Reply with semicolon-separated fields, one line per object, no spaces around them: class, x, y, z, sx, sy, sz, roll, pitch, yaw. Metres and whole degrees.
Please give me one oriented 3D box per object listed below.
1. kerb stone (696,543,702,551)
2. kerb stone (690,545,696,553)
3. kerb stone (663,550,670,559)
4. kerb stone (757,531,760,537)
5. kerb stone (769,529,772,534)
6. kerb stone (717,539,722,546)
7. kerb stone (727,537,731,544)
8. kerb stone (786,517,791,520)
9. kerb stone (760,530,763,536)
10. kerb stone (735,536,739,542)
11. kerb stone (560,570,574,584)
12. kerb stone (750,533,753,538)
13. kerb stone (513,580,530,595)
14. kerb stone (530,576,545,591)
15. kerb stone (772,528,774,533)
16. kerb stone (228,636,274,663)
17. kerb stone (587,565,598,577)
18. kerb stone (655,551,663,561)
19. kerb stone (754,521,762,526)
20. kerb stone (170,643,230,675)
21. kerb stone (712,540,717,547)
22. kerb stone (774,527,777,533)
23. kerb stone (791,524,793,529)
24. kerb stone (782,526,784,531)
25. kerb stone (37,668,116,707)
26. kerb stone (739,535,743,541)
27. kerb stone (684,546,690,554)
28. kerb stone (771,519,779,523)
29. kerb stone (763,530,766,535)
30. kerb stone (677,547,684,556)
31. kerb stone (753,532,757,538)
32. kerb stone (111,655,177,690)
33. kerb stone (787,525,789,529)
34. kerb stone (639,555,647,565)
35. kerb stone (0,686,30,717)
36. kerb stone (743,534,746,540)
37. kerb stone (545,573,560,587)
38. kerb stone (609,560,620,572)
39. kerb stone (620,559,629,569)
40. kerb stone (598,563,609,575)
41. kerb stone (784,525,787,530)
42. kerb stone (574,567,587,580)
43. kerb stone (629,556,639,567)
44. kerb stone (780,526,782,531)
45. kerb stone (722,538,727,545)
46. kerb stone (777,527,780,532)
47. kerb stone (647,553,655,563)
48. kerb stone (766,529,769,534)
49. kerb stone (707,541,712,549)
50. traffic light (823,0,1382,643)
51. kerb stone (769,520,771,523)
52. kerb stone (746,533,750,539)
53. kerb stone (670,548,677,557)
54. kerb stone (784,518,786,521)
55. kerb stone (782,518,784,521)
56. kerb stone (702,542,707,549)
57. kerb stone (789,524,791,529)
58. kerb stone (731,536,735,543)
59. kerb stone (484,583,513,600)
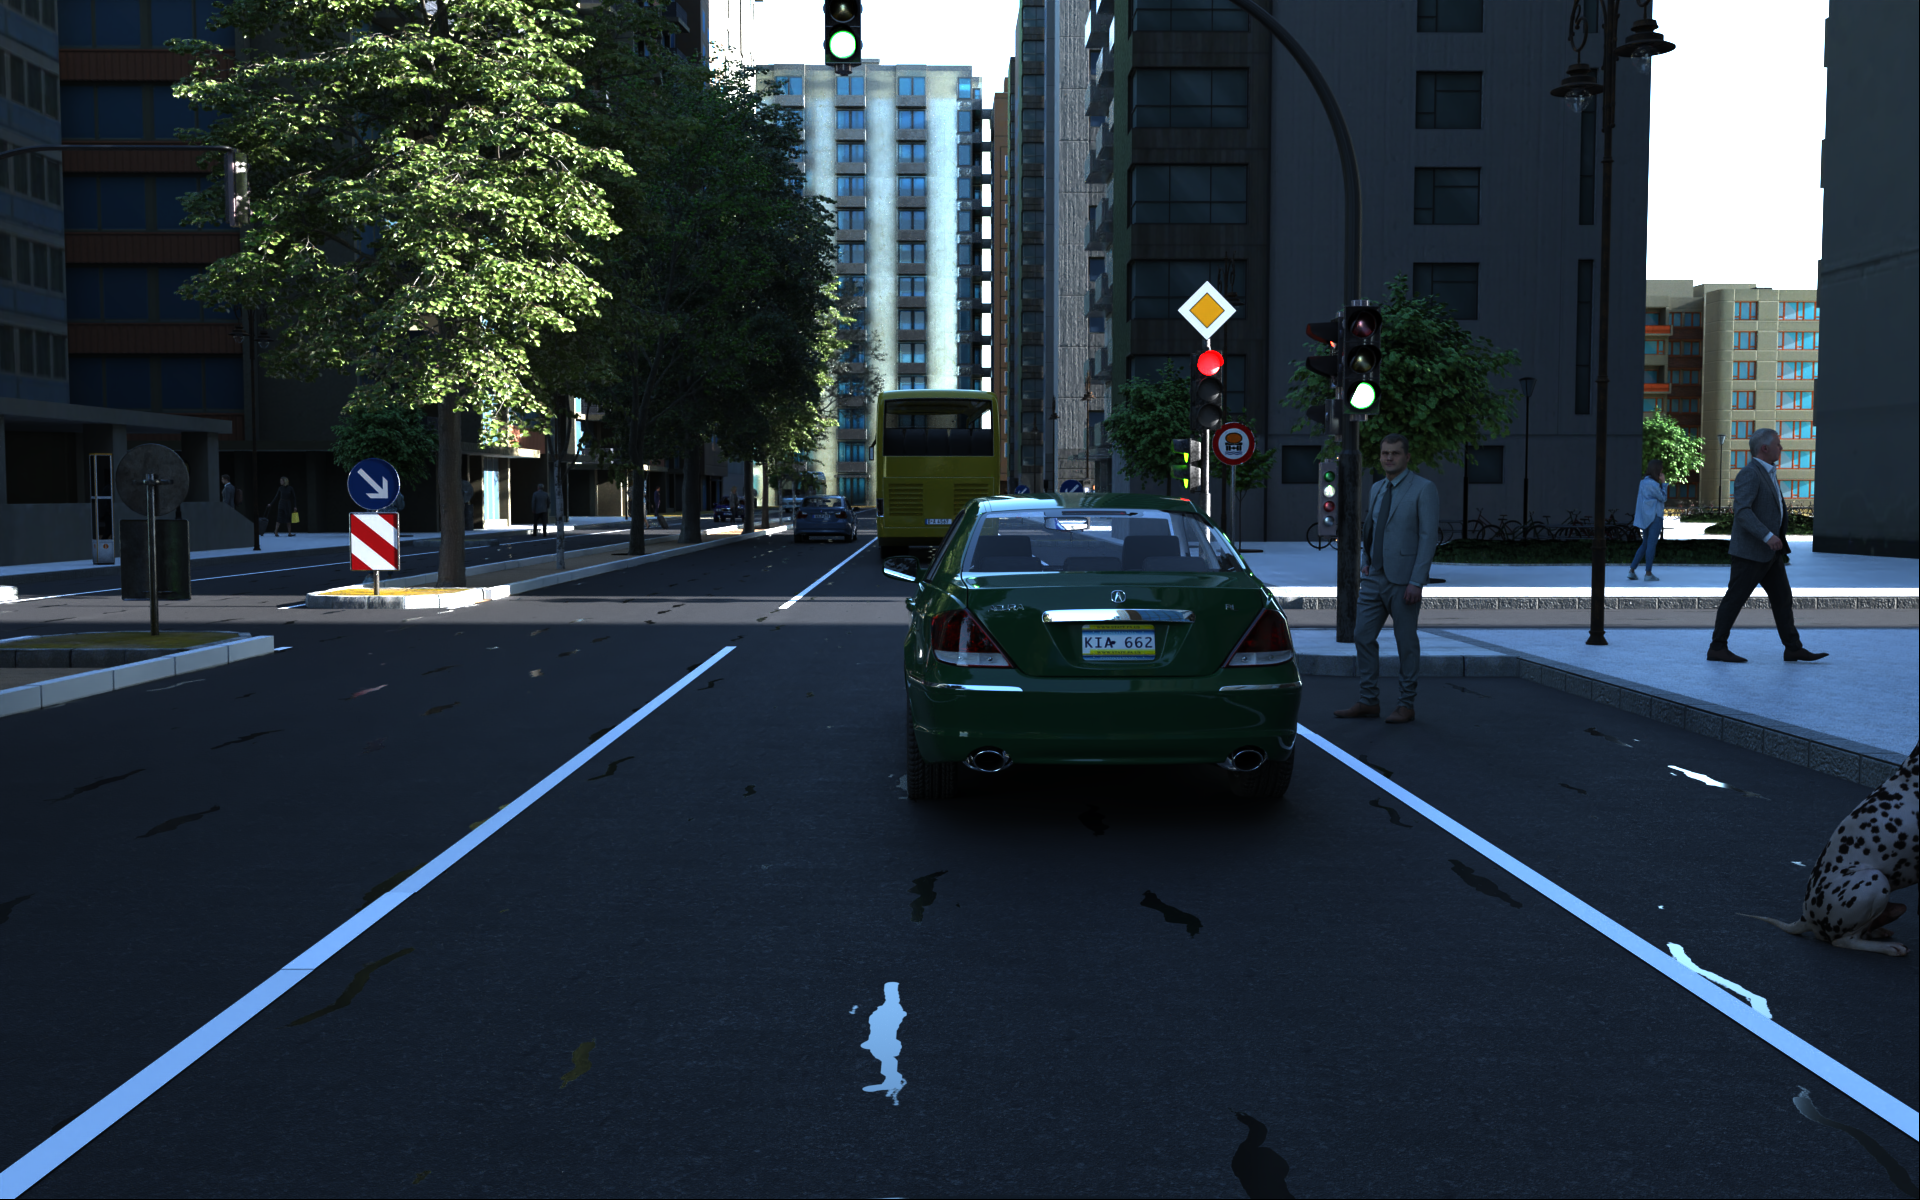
kerb stone;-6.663;-1.297;43.410;0.120;0.150;1.000;0;4;-1
kerb stone;-6.653;-1.235;42.385;0.120;0.150;1.000;0;4;-1
kerb stone;-6.595;-0.984;38.282;0.120;0.150;1.000;0;4;-1
kerb stone;-6.863;-2.175;57.761;0.120;0.150;1.000;0;4;-1
kerb stone;-6.930;-2.421;61.863;0.120;0.150;1.000;0;4;-1
kerb stone;-6.721;-1.549;47.523;0.120;0.150;1.000;0;4;-1
kerb stone;-6.754;-1.675;49.579;0.120;0.150;1.000;0;4;-1
kerb stone;-9.484;-4.431;94.634;0.120;0.150;1.000;0;4;-1
kerb stone;-6.882;-2.237;58.794;0.120;0.150;1.000;0;4;-1
kerb stone;-6.774;-1.798;51.623;0.120;0.150;1.000;0;4;-1
kerb stone;-6.455;-0.357;28.034;0.120;0.150;1.000;0;4;-1
kerb stone;-6.846;-2.050;55.712;0.120;0.150;1.000;0;4;-1
kerb stone;-6.412;-0.167;24.954;0.120;0.150;1.000;0;4;-1
kerb stone;-6.431;-0.224;25.977;0.120;0.150;1.000;0;4;-1
kerb stone;-6.941;-2.489;62.884;0.120;0.150;1.000;0;4;-1
kerb stone;-6.269;0.428;15.190;0.120;0.150;1.000;0;4;-1
kerb stone;-6.484;-0.482;30.083;0.120;0.150;1.000;0;4;-1
kerb stone;-6.576;-0.919;37.260;0.120;0.150;1.000;0;4;-1
kerb stone;-9.270;-3.491;79.265;0.120;0.150;1.000;0;4;-1
kerb stone;-6.257;0.491;14.168;0.120;0.150;1.000;0;4;-1
kerb stone;-6.714;-1.482;46.501;0.120;0.150;1.000;0;4;-1
kerb stone;-6.965;-2.551;63.906;0.120;0.150;1.000;0;4;-1
kerb stone;-7.053;-2.989;71.070;0.120;0.150;1.000;0;4;-1
kerb stone;-7.000;-2.732;66.982;0.120;0.150;1.000;0;4;-1
kerb stone;-6.229;0.616;12.125;0.120;0.150;1.000;0;4;-1
kerb stone;-6.790;-1.860;52.646;0.120;0.150;1.000;0;4;-1
kerb stone;-6.640;-1.172;41.359;0.120;0.150;1.000;0;4;-1
kerb stone;-9.392;-3.992;87.472;0.120;0.150;1.000;0;4;-1
kerb stone;-6.900;-2.301;59.818;0.120;0.150;1.000;0;4;-1
kerb stone;-6.631;-1.107;40.331;0.120;0.150;1.000;0;4;-1
kerb stone;-6.855;-2.111;56.734;0.120;0.150;1.000;0;4;-1
kerb stone;-6.243;0.557;13.147;0.120;0.150;1.000;0;4;-1
kerb stone;-7.030;-2.864;69.026;0.120;0.150;1.000;0;4;-1
kerb stone;-6.551;-0.796;35.203;0.120;0.150;1.000;0;4;-1
kerb stone;-6.213;0.681;11.103;0.120;0.150;1.000;0;4;-1
kerb stone;-6.812;-1.921;53.668;0.120;0.150;1.000;0;4;-1
kerb stone;-6.444;-0.294;27.004;0.120;0.150;1.000;0;4;-1
kerb stone;-6.512;-0.608;32.132;0.120;0.150;1.000;0;4;-1
kerb stone;-6.526;-0.670;33.154;0.120;0.150;1.000;0;4;-1
kerb stone;-6.498;-0.545;31.105;0.120;0.150;1.000;0;4;-1
kerb stone;-7.009;-2.802;68.004;0.120;0.150;1.000;0;4;-1
kerb stone;-6.468;-0.419;29.059;0.120;0.150;1.000;0;4;-1
kerb stone;-6.526;-0.731;34.182;0.120;0.150;1.000;0;4;-1
kerb stone;-6.982;-2.677;65.959;0.120;0.150;1.000;0;4;-1
kerb stone;-6.738;-1.608;48.553;0.120;0.150;1.000;0;4;-1
kerb stone;-6.964;-2.614;64.937;0.120;0.150;1.000;0;4;-1
kerb stone;-6.567;-0.859;36.233;0.120;0.150;1.000;0;4;-1
kerb stone;-6.911;-2.364;60.840;0.120;0.150;1.000;0;4;-1
kerb stone;-6.700;-1.423;45.469;0.120;0.150;1.000;0;4;-1
traffic light;1.247;-2.452;14.753;4.771;5.953;1.251;0;4;-1
kerb stone;-9.328;-3.741;83.359;0.120;0.150;1.000;0;4;-1
kerb stone;-6.827;-1.987;54.690;0.120;0.150;1.000;0;4;-1
kerb stone;-6.620;-1.044;39.308;0.120;0.150;1.000;0;4;-1
kerb stone;-9.446;-4.243;91.567;0.120;0.150;1.000;0;4;-1
kerb stone;-9.431;-4.180;90.545;0.120;0.150;1.000;0;4;-1
kerb stone;-6.688;-1.357;44.443;0.120;0.150;1.000;0;4;-1
kerb stone;-7.041;-2.927;70.048;0.120;0.150;1.000;0;4;-1
kerb stone;-6.769;-1.737;50.601;0.120;0.150;1.000;0;4;-1
kerb stone;-6.399;-0.101;23.933;0.120;0.150;1.000;0;4;-1
